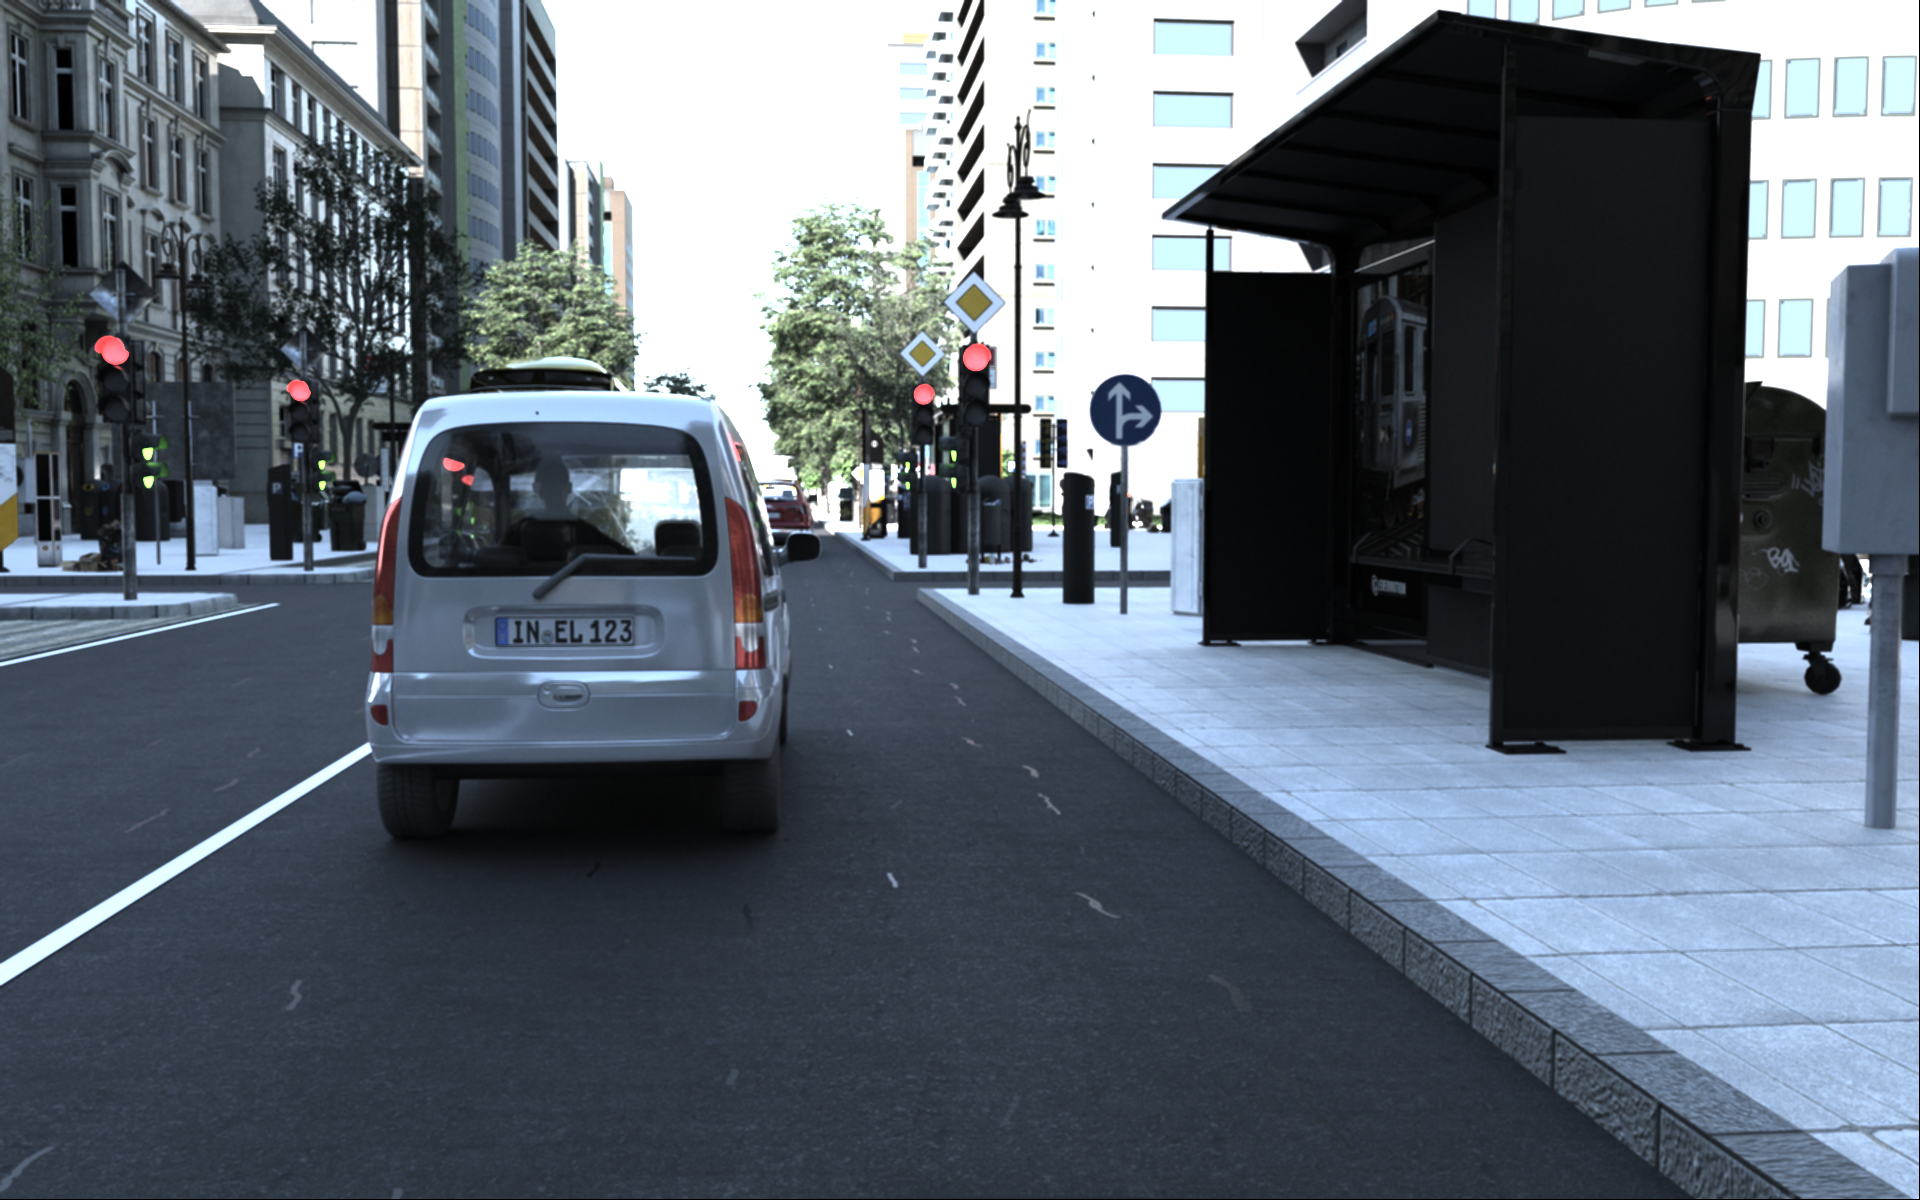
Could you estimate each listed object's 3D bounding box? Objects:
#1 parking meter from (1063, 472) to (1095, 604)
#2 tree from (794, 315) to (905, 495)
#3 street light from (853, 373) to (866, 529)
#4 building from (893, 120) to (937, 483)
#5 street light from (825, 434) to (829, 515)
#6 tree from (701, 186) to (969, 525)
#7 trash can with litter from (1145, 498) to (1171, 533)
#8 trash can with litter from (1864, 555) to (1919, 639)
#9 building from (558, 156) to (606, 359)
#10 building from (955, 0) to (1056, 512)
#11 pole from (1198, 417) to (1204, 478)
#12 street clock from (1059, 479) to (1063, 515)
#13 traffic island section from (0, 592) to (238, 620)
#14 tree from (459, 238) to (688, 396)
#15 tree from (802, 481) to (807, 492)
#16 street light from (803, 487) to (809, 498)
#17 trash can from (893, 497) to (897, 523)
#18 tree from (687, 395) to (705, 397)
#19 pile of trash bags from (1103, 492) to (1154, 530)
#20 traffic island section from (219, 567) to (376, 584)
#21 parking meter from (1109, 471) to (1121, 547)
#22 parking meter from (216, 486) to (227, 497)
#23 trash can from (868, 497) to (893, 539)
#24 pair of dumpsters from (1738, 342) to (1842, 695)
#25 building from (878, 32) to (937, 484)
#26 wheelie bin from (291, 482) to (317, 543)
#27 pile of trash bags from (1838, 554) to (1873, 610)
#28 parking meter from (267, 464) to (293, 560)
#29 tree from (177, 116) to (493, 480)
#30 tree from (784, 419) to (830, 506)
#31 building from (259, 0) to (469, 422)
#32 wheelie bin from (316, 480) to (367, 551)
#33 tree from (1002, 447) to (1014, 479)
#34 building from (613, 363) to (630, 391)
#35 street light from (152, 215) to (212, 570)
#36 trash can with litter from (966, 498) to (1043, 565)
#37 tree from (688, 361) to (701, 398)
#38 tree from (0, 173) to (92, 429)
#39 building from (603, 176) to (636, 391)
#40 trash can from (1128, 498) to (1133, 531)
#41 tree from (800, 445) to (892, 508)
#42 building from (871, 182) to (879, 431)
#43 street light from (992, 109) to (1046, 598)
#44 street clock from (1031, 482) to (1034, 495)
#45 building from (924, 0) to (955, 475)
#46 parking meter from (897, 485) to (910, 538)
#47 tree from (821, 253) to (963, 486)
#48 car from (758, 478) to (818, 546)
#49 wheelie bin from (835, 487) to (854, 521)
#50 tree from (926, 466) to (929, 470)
[{"bbox_3d":[1.395,-0.729,20.328,0.372,1.533,0.369,0,3,0],"label":"parking meter"},{"bbox_3d":[-5.920,-10.554,98.315,9.928,11.665,9.643,0,3,0],"label":"tree"},{"bbox_3d":[-3.621,-5.496,62.645,0.468,5.910,1.993,0,4,-6],"label":"street light"},{"bbox_3d":[-0.223,-34.146,208.395,14.600,45.320,14.200,0,4,-6],"label":"building"},{"bbox_3d":[-7.941,-8.036,104.174,0.468,5.910,1.993,0,4,-6],"label":"street light"},{"bbox_3d":[-4.173,-10.086,71.563,9.857,13.997,8.962,0,3,0],"label":"tree"},{"bbox_3d":[6.734,-2.825,57.577,1.055,1.170,0.624,-1,4,-14],"label":"trash can with litter"},{"bbox_3d":[8.450,-0.253,15.531,0.624,1.170,1.055,0,4,3],"label":"trash can with litter"},{"bbox_3d":[-49.352,-31.785,203.283,14.154,41.232,14.086,0,4,-6],"label":"building"},{"bbox_3d":[11.292,-30.977,130.168,21.300,48.544,21.600,0,4,-6],"label":"building"},{"bbox_3d":[6.426,-3.199,46.141,0.158,3.312,0.155,0,3,0],"label":"pole"},{"bbox_3d":[4.932,-4.758,82.359,0.358,2.002,0.471,3,4,38],"label":"street clock"},{"bbox_3d":[-10.091,0.076,21.033,2.009,0.180,2.903,0,4,-6],"label":"traffic island section"},{"bbox_3d":[-19.794,-10.909,85.015,9.857,13.997,8.962,0,3,0],"label":"tree"},{"bbox_3d":[-20.820,-17.341,233.893,4.360,8.622,3.978,0,3,0],"label":"tree"},{"bbox_3d":[-15.795,-12.702,180.465,0.468,5.910,1.993,0,4,-6],"label":"street light"},{"bbox_3d":[-3.065,-3.785,73.546,0.748,1.137,0.748,0,3,0],"label":"trash can"},{"bbox_3d":[-30.158,-17.026,195.380,9.611,12.733,9.660,0,3,0],"label":"tree"},{"bbox_3d":[6.149,-3.293,63.592,1.912,1.369,3.447,0,4,8],"label":"pile of trash bags"},{"bbox_3d":[-10.914,-0.409,28.976,2.009,0.180,2.903,0,4,-6],"label":"traffic island section"},{"bbox_3d":[3.830,-2.217,41.954,0.399,1.863,0.255,-1,4,-10],"label":"parking meter"},{"bbox_3d":[-24.402,-2.987,57.241,0.372,1.533,0.369,0,3,0],"label":"parking meter"},{"bbox_3d":[-2.412,-2.356,50.179,0.748,1.137,0.748,0,3,0],"label":"trash can"},{"bbox_3d":[4.792,-0.643,13.006,1.574,2.255,4.437,0,4,-6],"label":"pair of dumpsters"},{"bbox_3d":[-0.214,-42.035,229.273,21.231,58.520,28.212,0,4,-6],"label":"building"},{"bbox_3d":[-17.460,-2.333,46.056,0.693,1.594,0.980,3,4,38],"label":"wheelie bin"},{"bbox_3d":[10.766,-0.643,20.260,1.912,1.369,3.447,3,5,42],"label":"pile of trash bags"},{"bbox_3d":[-13.187,-1.704,33.579,0.399,1.863,0.255,0,4,6],"label":"parking meter"},{"bbox_3d":[-15.746,-6.689,43.781,8.767,10.594,7.601,0,4,-2],"label":"tree"},{"bbox_3d":[-16.504,-16.361,201.909,7.601,10.594,8.767,-1,4,-16],"label":"tree"},{"bbox_3d":[-38.971,-25.966,108.146,14.154,41.232,14.086,0,4,-6],"label":"building"},{"bbox_3d":[-13.827,-1.907,39.086,0.980,1.594,0.693,1,4,11],"label":"wheelie bin"},{"bbox_3d":[2.061,-7.381,104.387,4.285,4.588,4.351,0,3,0],"label":"tree"},{"bbox_3d":[-57.982,-23.212,224.561,27.650,21.520,28.899,0,4,-6],"label":"building"},{"bbox_3d":[-12.973,-3.440,29.029,0.468,5.910,1.993,0,4,-6],"label":"street light"},{"bbox_3d":[0.903,-1.305,32.387,1.678,1.210,2.233,3,5,39],"label":"trash can with litter"},{"bbox_3d":[-27.211,-15.820,165.319,9.857,13.997,8.962,0,3,0],"label":"tree"},{"bbox_3d":[-22.629,-5.507,40.404,4.737,8.622,4.395,0,3,0],"label":"tree"},{"bbox_3d":[-53.900,-36.502,246.911,14.600,45.320,14.200,0,4,-6],"label":"building"},{"bbox_3d":[5.577,-2.933,59.608,0.748,1.137,0.748,0,3,0],"label":"trash can"},{"bbox_3d":[-4.944,-6.319,87.033,4.285,4.588,4.351,0,3,0],"label":"tree"},{"bbox_3d":[-1.765,-38.575,254.409,21.300,48.544,21.600,0,4,-6],"label":"building"},{"bbox_3d":[0.712,-2.970,21.348,0.468,5.910,1.993,0,4,-6],"label":"street light"},{"bbox_3d":[4.279,-6.145,105.045,0.358,2.002,0.471,1,4,21],"label":"street clock"},{"bbox_3d":[8.541,-32.806,155.987,23.786,49.044,30.456,0,4,-6],"label":"building"},{"bbox_3d":[-1.628,-2.561,50.277,0.372,1.533,0.369,0,3,0],"label":"parking meter"},{"bbox_3d":[-1.916,-6.224,52.129,4.360,8.622,3.978,0,3,0],"label":"tree"},{"bbox_3d":[-4.504,-1.983,41.093,2.281,1.827,5.304,0,4,-5],"label":"car"},{"bbox_3d":[-5.446,-4.560,82.469,0.980,1.594,0.693,0,4,2],"label":"wheelie bin"},{"bbox_3d":[-0.191,-3.739,55.733,1.663,3.219,1.824,0,3,0],"label":"tree"}]
